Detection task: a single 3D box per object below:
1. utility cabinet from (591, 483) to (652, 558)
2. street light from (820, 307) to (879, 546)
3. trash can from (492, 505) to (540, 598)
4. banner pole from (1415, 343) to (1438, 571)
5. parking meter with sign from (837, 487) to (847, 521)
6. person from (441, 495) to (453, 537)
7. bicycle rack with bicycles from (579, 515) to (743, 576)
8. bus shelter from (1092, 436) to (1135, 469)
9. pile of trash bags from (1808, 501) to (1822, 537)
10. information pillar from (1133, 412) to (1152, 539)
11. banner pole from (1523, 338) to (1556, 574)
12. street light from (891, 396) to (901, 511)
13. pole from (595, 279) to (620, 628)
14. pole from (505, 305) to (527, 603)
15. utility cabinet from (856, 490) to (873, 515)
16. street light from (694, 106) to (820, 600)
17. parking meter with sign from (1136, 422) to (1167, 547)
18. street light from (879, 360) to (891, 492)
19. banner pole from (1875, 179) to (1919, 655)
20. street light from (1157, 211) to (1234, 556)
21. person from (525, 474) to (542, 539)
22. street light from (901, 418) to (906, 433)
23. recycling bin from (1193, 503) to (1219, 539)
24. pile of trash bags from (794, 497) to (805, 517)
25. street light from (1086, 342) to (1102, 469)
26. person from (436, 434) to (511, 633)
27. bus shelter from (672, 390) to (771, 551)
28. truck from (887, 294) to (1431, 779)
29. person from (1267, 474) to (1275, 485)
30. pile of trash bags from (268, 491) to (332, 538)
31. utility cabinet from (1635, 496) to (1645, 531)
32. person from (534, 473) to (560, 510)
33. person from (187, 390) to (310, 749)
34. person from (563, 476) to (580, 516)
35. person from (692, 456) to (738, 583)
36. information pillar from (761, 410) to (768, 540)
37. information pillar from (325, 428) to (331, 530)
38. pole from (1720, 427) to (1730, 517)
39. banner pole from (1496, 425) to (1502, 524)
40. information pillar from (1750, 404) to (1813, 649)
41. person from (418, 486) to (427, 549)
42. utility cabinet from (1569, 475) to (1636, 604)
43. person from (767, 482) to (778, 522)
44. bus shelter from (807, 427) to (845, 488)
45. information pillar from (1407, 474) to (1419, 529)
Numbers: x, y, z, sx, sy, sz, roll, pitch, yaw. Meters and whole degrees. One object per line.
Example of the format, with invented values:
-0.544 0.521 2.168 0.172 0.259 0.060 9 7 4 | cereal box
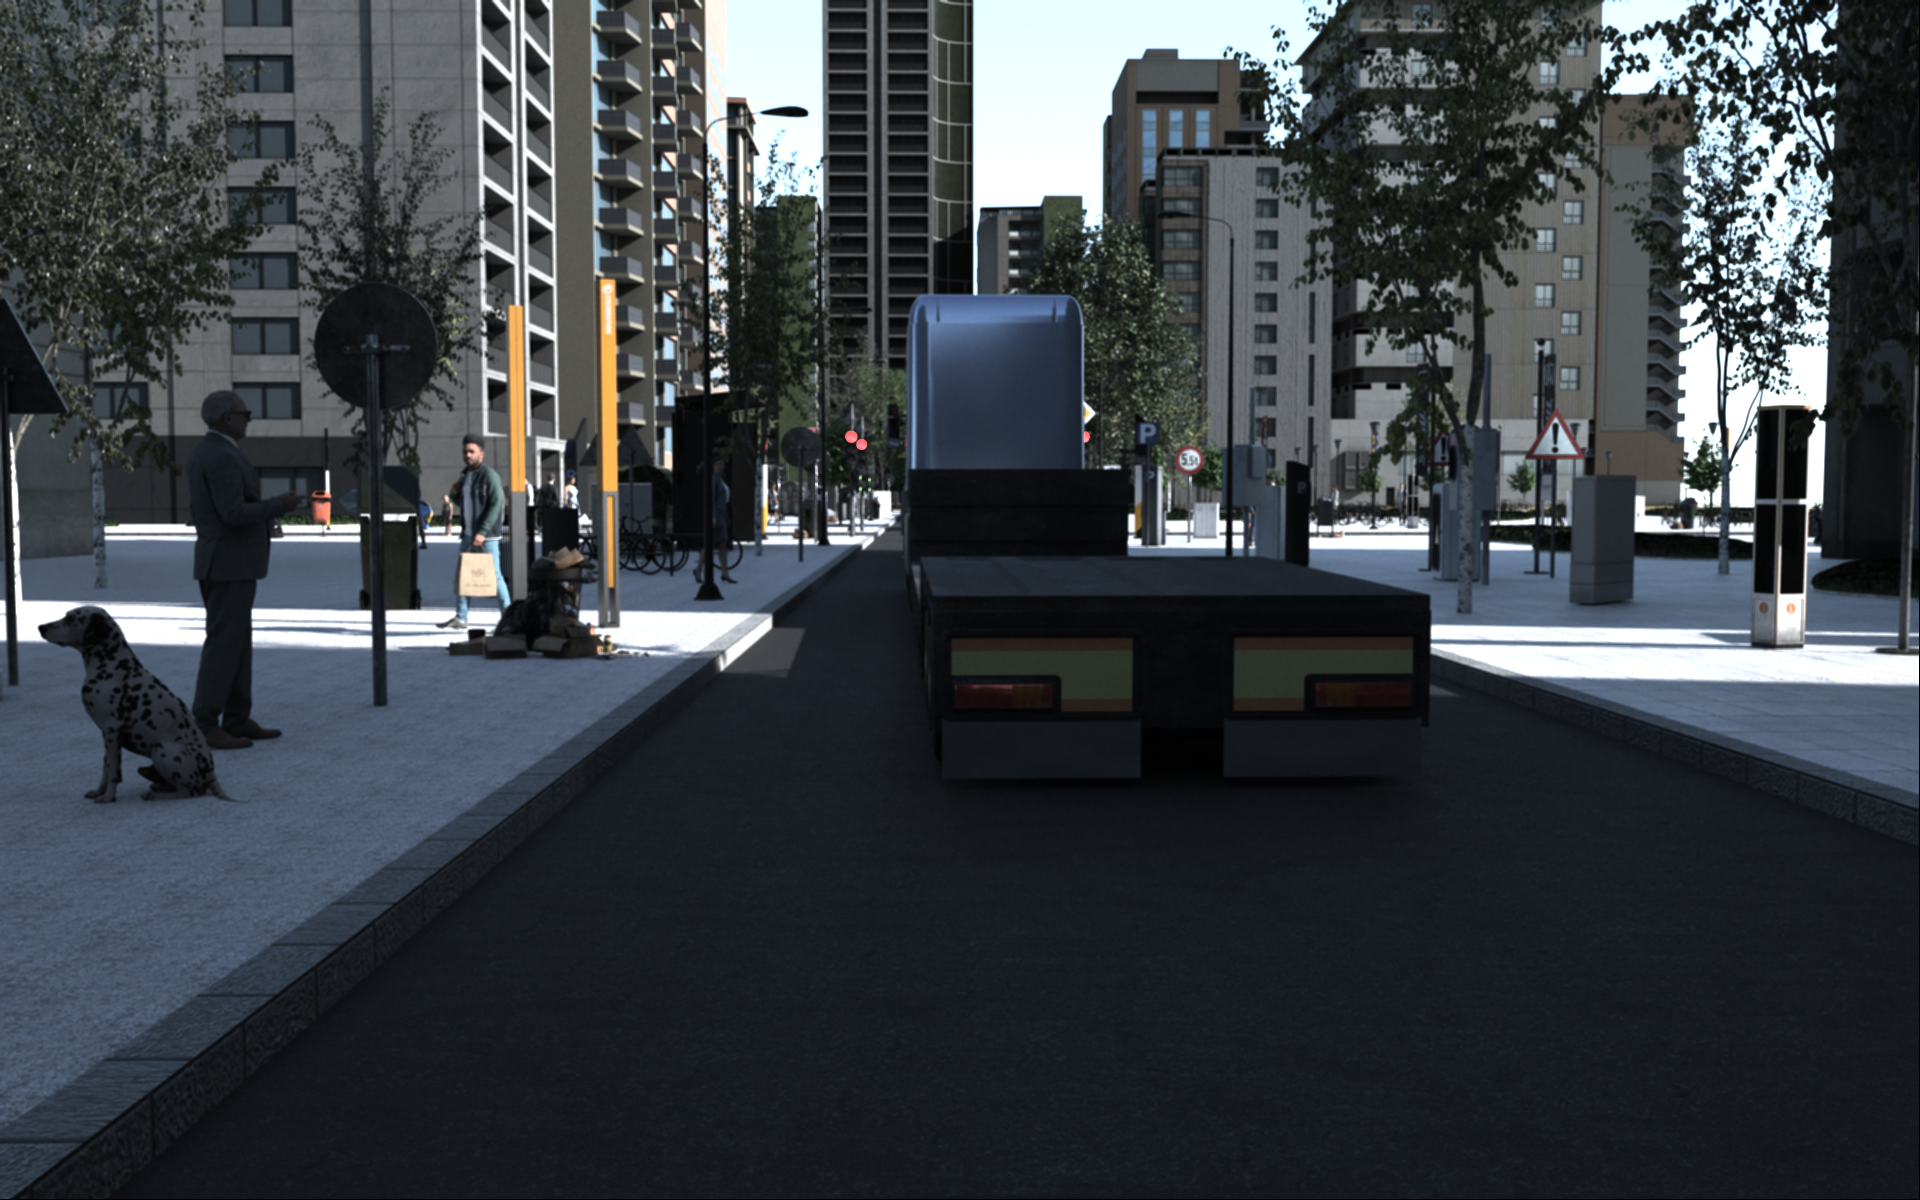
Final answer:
-6.740 -1.582 34.552 1.173 1.500 0.318 -1 4 -8 | utility cabinet
-2.853 -4.315 43.090 1.470 5.913 1.316 0 4 -1 | street light
-5.620 -0.611 21.636 0.748 1.137 0.748 0 3 0 | trash can
7.822 -2.388 29.056 0.401 3.779 0.863 -1 4 -10 | banner pole
-6.180 -5.259 82.243 1.738 3.016 0.543 2 4 30 | parking meter with sign
-15.416 -2.527 52.029 0.362 1.253 0.373 2 4 28 | person
-5.326 -0.917 28.378 2.925 0.926 2.852 1 4 13 | bicycle rack with bicycles
7.321 -6.553 84.777 2.179 5.291 8.768 0 4 -1 | bus shelter
27.039 -2.579 51.922 3.447 1.369 1.912 -1 4 -21 | pile of trash bags
5.243 -3.567 49.680 0.504 3.616 0.183 1 4 12 | information pillar
9.320 -2.300 27.630 0.401 3.779 0.863 0 4 -2 | banner pole
-3.678 -6.702 82.114 1.470 5.913 1.316 0 4 -1 | street light
-3.378 -1.390 16.574 0.158 3.312 0.155 0 3 0 | pole
-4.833 -1.530 18.867 0.158 3.312 0.155 0 3 0 | pole
-5.671 -5.721 102.215 1.173 1.500 0.318 2 4 33 | utility cabinet
-2.510 -2.956 20.879 1.470 5.913 1.316 0 4 -1 | street light
4.782 -2.851 42.872 0.543 3.016 1.738 1 4 16 | parking meter with sign
-3.217 -5.343 59.905 1.470 5.913 1.316 0 4 -1 | street light
7.842 -1.459 13.880 0.863 3.779 0.401 0 4 -4 | banner pole
3.921 -3.426 28.554 1.470 5.913 1.316 0 4 -1 | street light
-12.209 -2.645 49.136 0.795 1.843 0.661 -2 4 -28 | person
-4.038 -8.127 105.424 1.470 5.913 1.316 0 4 -1 | street light
7.100 -2.294 50.055 0.722 1.027 0.722 0 4 5 | recycling bin
-8.241 -5.378 97.689 1.912 1.369 3.447 -1 4 -14 | pile of trash bags
3.660 -4.846 51.768 1.470 5.913 1.316 0 4 -1 | street light
-4.379 -0.596 15.778 0.713 1.824 0.794 -2 4 -33 | person
-5.701 -3.109 42.110 1.731 3.624 6.357 0 4 -1 | bus shelter
0.714 -1.705 17.630 2.967 4.110 18.799 0 4 -2 | truck
8.081 -2.395 45.385 0.466 1.800 0.511 0 4 4 | person
-20.195 -2.508 50.762 3.447 1.369 1.912 -1 4 -11 | pile of trash bags
23.468 -3.019 60.522 1.020 1.237 0.306 -2 4 -27 | utility cabinet
-11.209 -2.537 47.300 0.659 1.850 0.755 1 4 15 | person
-3.653 -0.160 8.836 0.590 1.801 0.661 -2 4 -35 | person
-11.402 -2.717 50.568 0.778 1.811 0.616 2 4 25 | person
-3.530 -1.156 24.974 0.654 1.822 0.581 2 4 27 | person
-5.514 -3.514 48.809 0.183 3.616 0.504 0 4 3 | information pillar
-22.429 -4.285 61.413 0.183 3.616 0.504 -1 4 -17 | information pillar
23.363 -3.612 52.897 0.158 3.312 0.155 0 3 0 | pole
19.638 -4.483 63.319 0.401 3.779 0.863 0 4 -1 | banner pole
6.827 -0.607 14.410 0.304 2.012 0.304 -1 4 -16 | information pillar
-12.681 -2.082 40.334 0.529 1.795 0.600 -2 4 -32 | person
7.562 -0.716 20.393 0.318 1.500 1.173 3 5 42 | utility cabinet
-8.420 -4.387 77.859 0.778 1.811 0.616 -2 4 -29 | person
-8.142 -7.913 107.008 2.179 5.291 8.768 0 4 -1 | bus shelter
16.856 -3.666 64.426 0.304 2.012 0.304 -2 4 -28 | information pillar
